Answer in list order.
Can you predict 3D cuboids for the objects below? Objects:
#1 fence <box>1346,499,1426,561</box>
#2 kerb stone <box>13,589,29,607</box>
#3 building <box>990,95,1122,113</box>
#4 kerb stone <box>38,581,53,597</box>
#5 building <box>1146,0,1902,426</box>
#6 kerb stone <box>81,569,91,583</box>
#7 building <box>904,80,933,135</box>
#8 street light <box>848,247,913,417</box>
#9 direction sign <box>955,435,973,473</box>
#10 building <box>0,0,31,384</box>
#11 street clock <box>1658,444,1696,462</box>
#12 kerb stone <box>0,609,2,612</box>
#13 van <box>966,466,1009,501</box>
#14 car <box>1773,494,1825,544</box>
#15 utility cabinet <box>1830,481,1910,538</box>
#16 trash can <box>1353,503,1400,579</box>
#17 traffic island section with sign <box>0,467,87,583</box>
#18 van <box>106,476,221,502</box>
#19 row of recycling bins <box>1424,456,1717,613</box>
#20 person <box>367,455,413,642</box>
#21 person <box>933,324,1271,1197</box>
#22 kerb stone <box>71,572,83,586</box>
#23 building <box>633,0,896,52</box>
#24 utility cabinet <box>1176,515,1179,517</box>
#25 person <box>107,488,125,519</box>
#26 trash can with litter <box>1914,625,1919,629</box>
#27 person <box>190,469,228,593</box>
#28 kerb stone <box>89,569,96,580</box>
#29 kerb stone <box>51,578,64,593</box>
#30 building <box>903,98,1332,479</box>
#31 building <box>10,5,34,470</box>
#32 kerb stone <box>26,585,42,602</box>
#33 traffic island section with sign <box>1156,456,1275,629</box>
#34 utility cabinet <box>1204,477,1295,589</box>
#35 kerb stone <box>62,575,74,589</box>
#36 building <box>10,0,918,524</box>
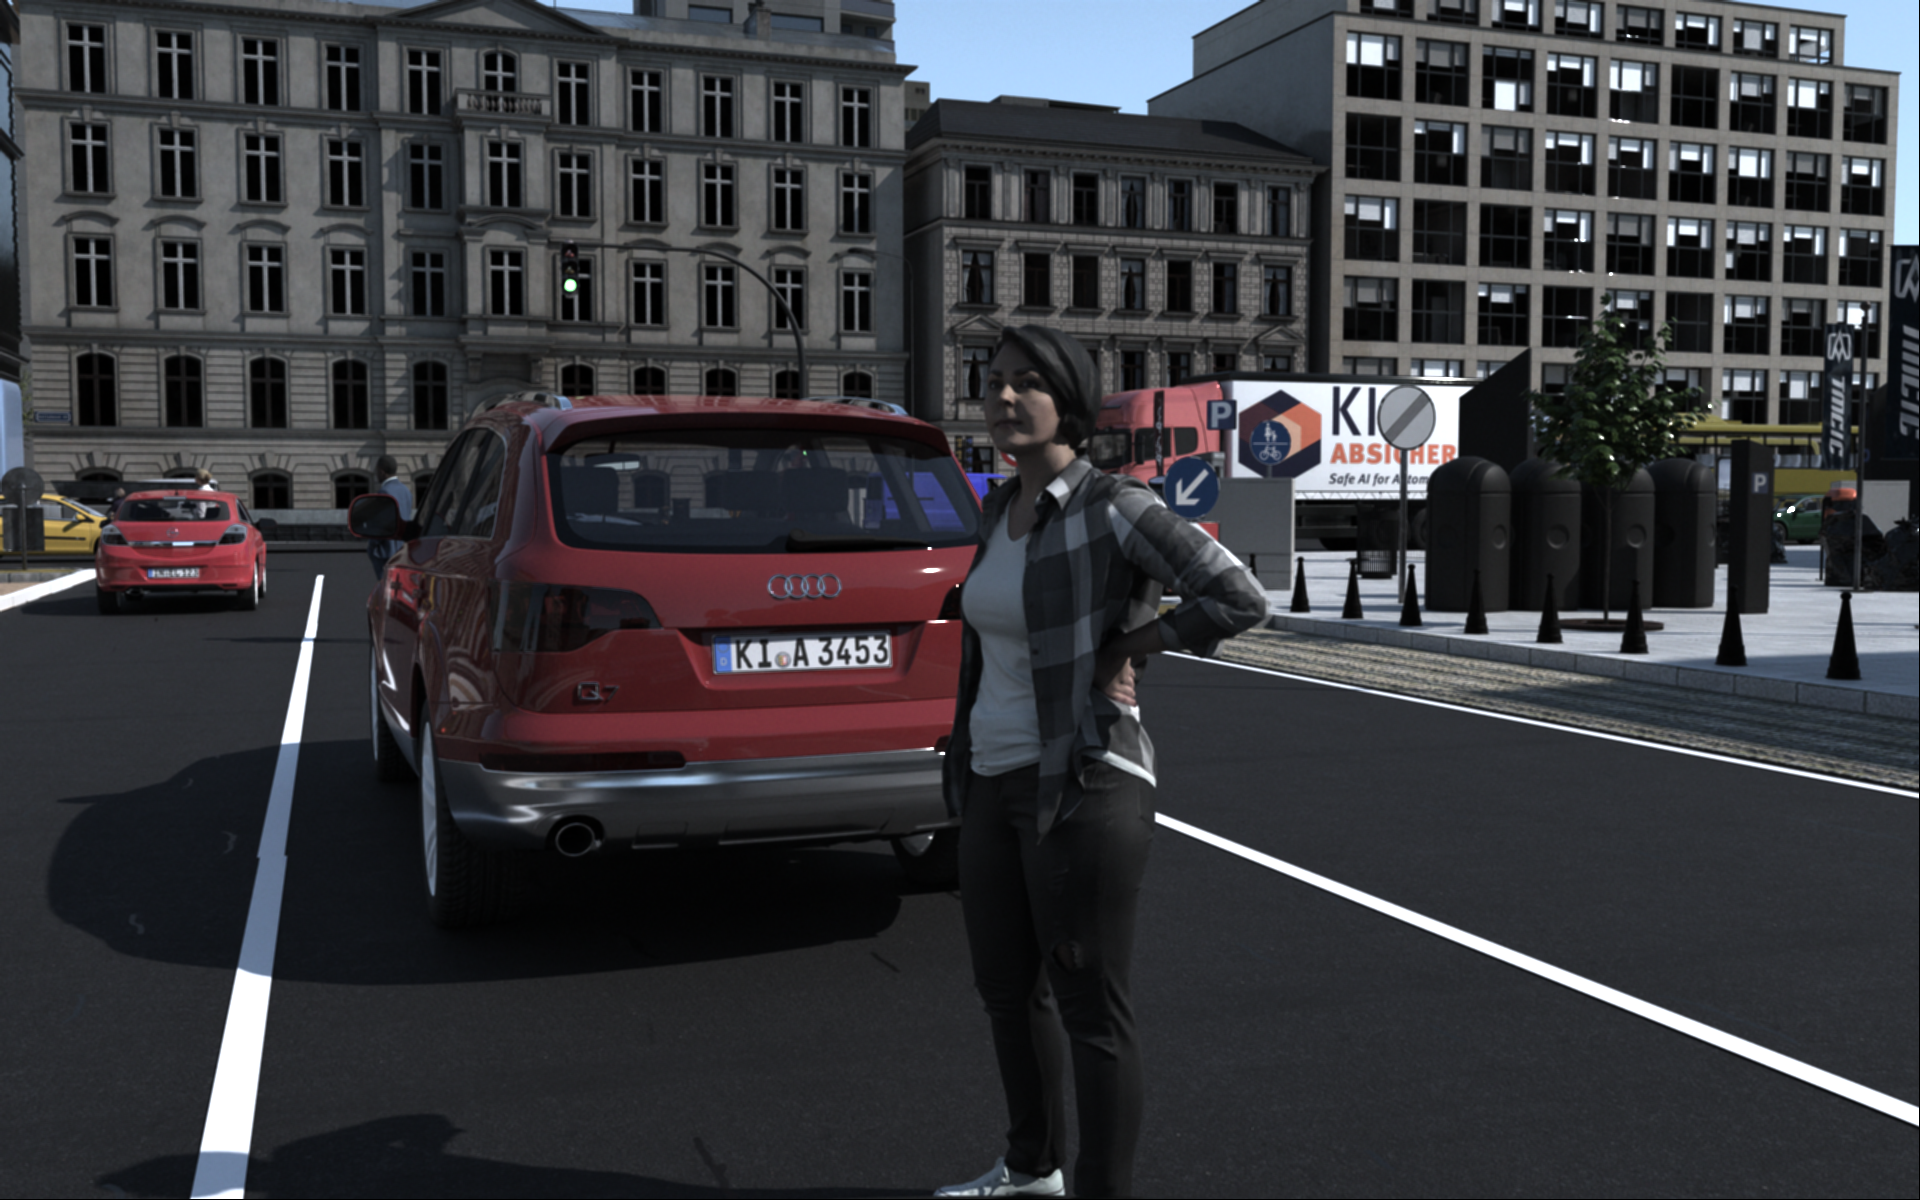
[{"bbox_3d":[8.273,-1.312,32.659,0.480,1.192,2.264,-2,4,-33],"label":"fence"},{"bbox_3d":[-12.197,-0.007,22.356,0.120,0.150,1.000,-1,4,-20],"label":"kerb stone"},{"bbox_3d":[8.226,-30.535,182.838,14.086,41.232,14.154,-1,4,-20],"label":"building"},{"bbox_3d":[-12.907,-0.128,24.290,0.120,0.150,1.000,-1,4,-20],"label":"kerb stone"},{"bbox_3d":[29.752,-17.717,94.191,34.151,26.468,19.350,-1,4,-20],"label":"building"},{"bbox_3d":[-14.304,-0.365,28.164,0.120,0.150,1.000,-1,4,-20],"label":"kerb stone"},{"bbox_3d":[-6.798,-29.147,168.439,23.993,40.220,32.217,-1,4,-20],"label":"building"},{"bbox_3d":[-1.444,-3.689,32.862,1.470,5.913,1.316,-1,4,-20],"label":"street light"},{"bbox_3d":[0.147,-4.578,66.854,0.876,3.537,0.379,-3,5,-40],"label":"direction sign"},{"bbox_3d":[-45.862,-14.357,63.608,19.941,23.489,11.050,-1,4,-20],"label":"building"},{"bbox_3d":[10.427,-1.264,25.233,0.471,2.002,0.358,0,4,1],"label":"street clock"},{"bbox_3d":[-11.854,0.050,21.383,0.120,0.150,1.000,-1,4,-20],"label":"kerb stone"},{"bbox_3d":[-0.058,-2.765,49.596,5.245,2.365,2.240,-1,4,-19],"label":"van"},{"bbox_3d":[23.332,-2.250,48.591,4.920,1.459,2.131,-1,4,-21],"label":"car"},{"bbox_3d":[14.970,-1.215,28.549,1.173,1.500,0.318,0,4,-4],"label":"utility cabinet"},{"bbox_3d":[6.324,-0.893,26.253,0.748,1.137,0.748,0,3,0],"label":"trash can"},{"bbox_3d":[-15.614,-1.256,28.670,2.006,1.907,1.989,-1,4,-20],"label":"traffic island section with sign"},{"bbox_3d":[-21.589,-2.363,45.647,4.112,2.044,2.013,-1,4,-19],"label":"van"},{"bbox_3d":[6.900,-0.751,19.384,3.534,1.692,1.069,-1,4,-16],"label":"row of recycling bins"},{"bbox_3d":[-5.493,-0.491,16.716,0.419,1.800,0.721,0,4,-3],"label":"person"},{"bbox_3d":[0.191,0.366,3.235,0.376,1.734,0.841,-2,4,-24],"label":"person"},{"bbox_3d":[-13.953,-0.306,27.196,0.120,0.150,1.000,-1,4,-20],"label":"kerb stone"},{"bbox_3d":[-17.626,-37.257,151.147,21.231,58.520,28.212,-1,4,-20],"label":"building"},{"bbox_3d":[4.610,-1.373,33.607,1.020,1.237,0.306,-3,5,-44],"label":"utility cabinet"},{"bbox_3d":[-16.992,-1.488,35.046,0.569,1.553,0.471,-2,4,-35],"label":"person"},{"bbox_3d":[10.349,-0.337,16.564,2.233,1.210,1.678,1,4,23],"label":"trash can with litter"},{"bbox_3d":[-10.838,-0.994,24.984,0.641,1.798,0.478,1,4,19],"label":"person"},{"bbox_3d":[-14.652,-0.424,29.128,0.120,0.150,1.000,-1,4,-20],"label":"kerb stone"},{"bbox_3d":[-13.250,-0.184,25.258,0.120,0.150,1.000,-1,4,-20],"label":"kerb stone"},{"bbox_3d":[6.123,-13.246,81.205,19.286,19.102,10.561,-1,4,-20],"label":"building"},{"bbox_3d":[-124.075,-40.779,208.742,28.212,58.520,21.231,-1,4,-20],"label":"building"},{"bbox_3d":[-12.552,-0.068,23.324,0.120,0.150,1.000,-1,4,-20],"label":"kerb stone"},{"bbox_3d":[2.085,-0.632,18.953,1.989,1.847,2.006,-1,4,-20],"label":"traffic island section with sign"},{"bbox_3d":[3.898,-0.896,23.332,1.173,1.500,0.318,1,4,19],"label":"utility cabinet"},{"bbox_3d":[-13.598,-0.247,26.230,0.120,0.150,1.000,-1,4,-20],"label":"kerb stone"},{"bbox_3d":[-20.000,-15.578,73.780,34.723,24.649,14.460,-1,4,-20],"label":"building"}]
